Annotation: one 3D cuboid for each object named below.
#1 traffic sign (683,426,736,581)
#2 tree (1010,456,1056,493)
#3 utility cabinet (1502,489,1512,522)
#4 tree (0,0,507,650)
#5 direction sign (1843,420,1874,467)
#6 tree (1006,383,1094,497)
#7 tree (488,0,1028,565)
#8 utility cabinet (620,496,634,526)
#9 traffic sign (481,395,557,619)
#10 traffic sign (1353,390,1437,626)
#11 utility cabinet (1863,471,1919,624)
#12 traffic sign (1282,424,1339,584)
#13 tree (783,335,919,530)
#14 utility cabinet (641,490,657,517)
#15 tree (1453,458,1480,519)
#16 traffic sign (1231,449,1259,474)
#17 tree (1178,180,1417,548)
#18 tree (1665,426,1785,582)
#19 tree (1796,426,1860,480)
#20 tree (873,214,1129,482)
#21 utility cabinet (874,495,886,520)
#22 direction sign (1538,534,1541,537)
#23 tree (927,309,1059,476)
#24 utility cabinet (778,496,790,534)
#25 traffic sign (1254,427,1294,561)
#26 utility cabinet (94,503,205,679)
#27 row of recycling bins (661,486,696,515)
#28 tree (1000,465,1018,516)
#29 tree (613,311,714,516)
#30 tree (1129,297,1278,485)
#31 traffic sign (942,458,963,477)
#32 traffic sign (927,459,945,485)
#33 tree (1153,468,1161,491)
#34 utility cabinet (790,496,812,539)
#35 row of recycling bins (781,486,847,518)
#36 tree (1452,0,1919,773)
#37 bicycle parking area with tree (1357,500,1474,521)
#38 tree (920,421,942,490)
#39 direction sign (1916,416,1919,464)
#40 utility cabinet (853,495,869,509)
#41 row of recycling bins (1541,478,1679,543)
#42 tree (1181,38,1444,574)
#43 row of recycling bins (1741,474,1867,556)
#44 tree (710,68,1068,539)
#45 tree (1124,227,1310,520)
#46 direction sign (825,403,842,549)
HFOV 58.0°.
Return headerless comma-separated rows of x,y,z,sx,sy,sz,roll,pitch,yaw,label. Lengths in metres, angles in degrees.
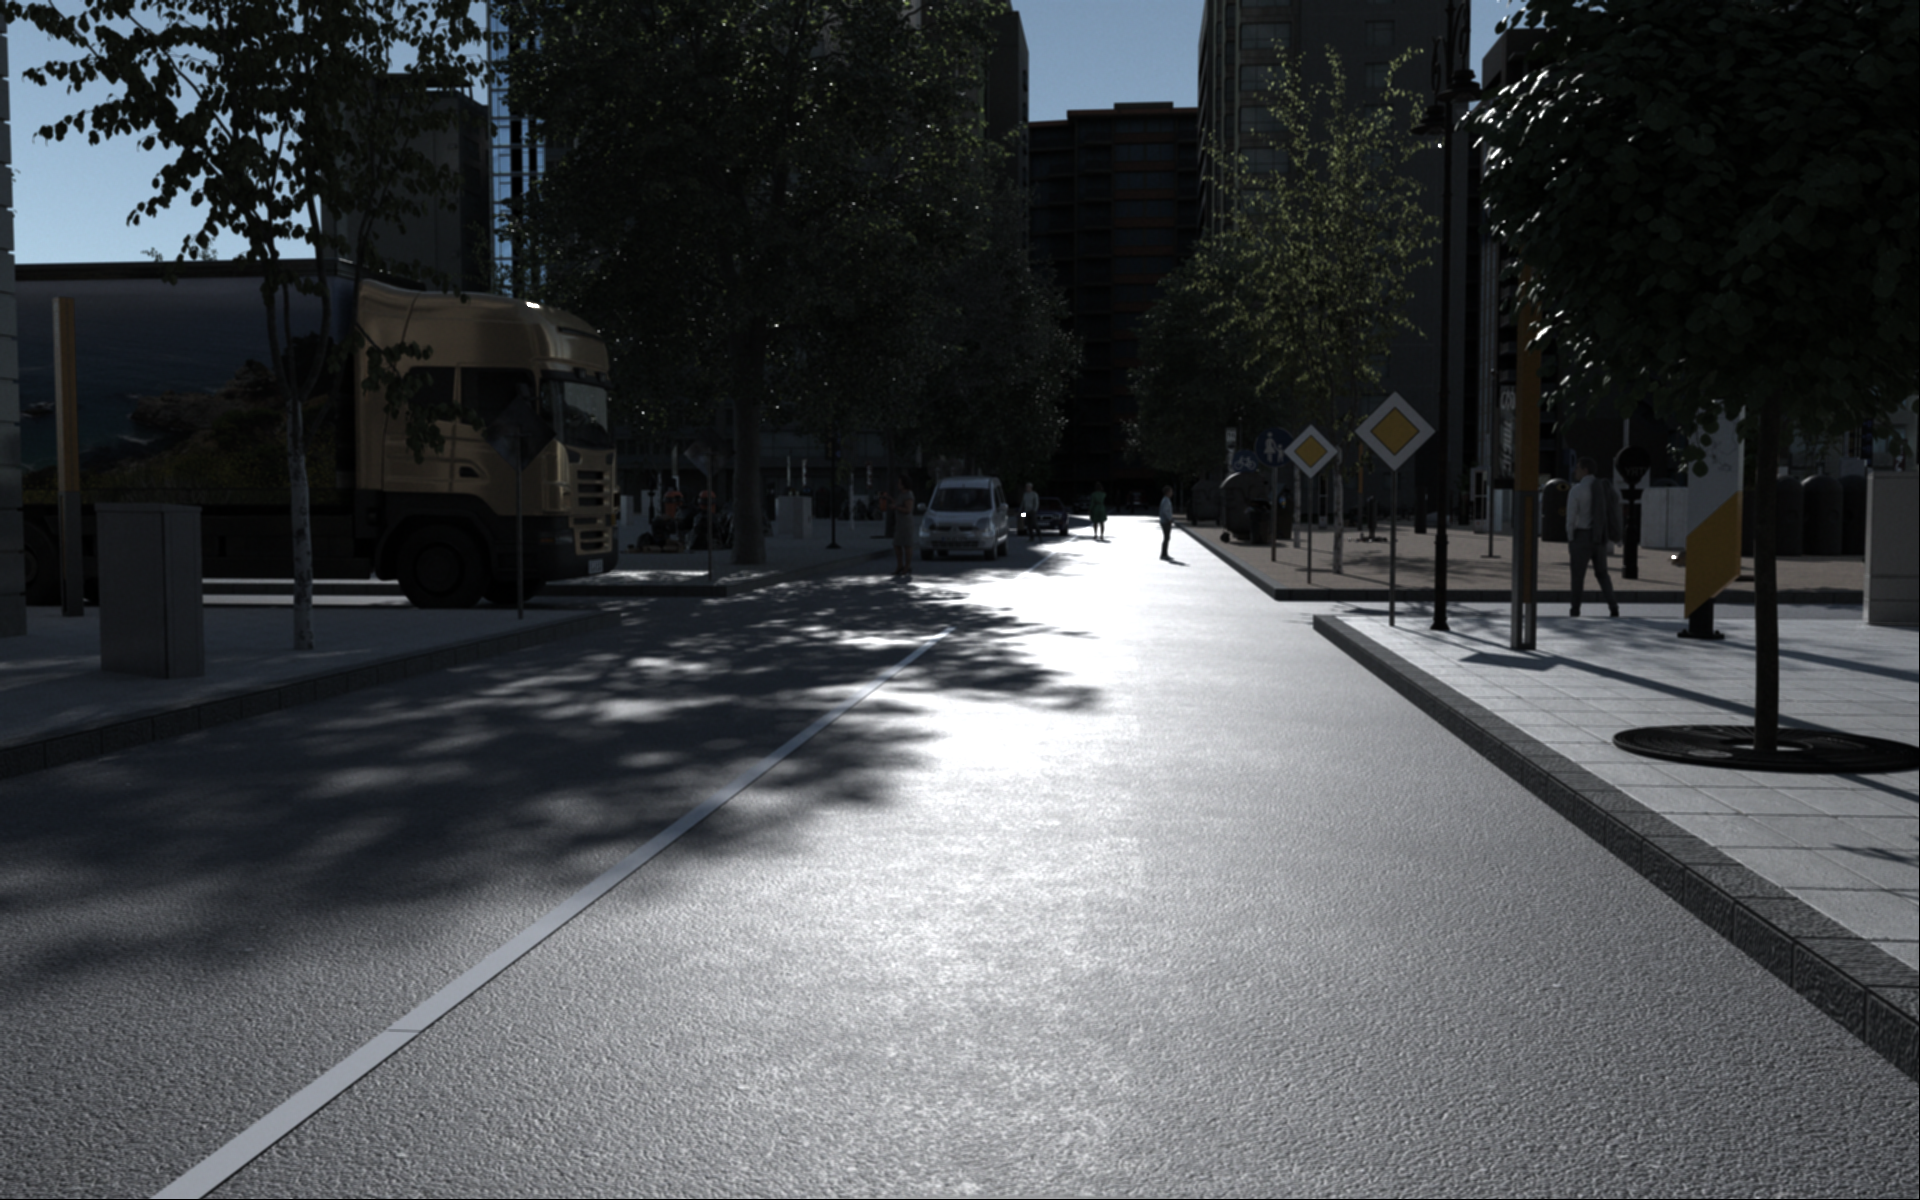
-3.701,-1.345,25.628,0.795,2.450,0.064,0,4,6,traffic sign
4.920,-8.122,116.504,4.285,4.588,4.351,0,3,0,tree
24.916,-4.348,79.771,0.318,1.500,1.173,-2,4,-33,utility cabinet
-5.404,-3.882,13.837,4.737,8.622,4.395,0,3,0,tree
26.438,-3.612,51.051,0.379,3.537,0.876,-2,4,-33,direction sign
6.989,-12.238,134.502,7.601,10.594,8.767,1,4,10,tree
-3.782,-7.631,31.427,9.857,13.997,8.962,0,3,0,tree
-13.510,-3.617,70.298,0.306,1.237,1.020,-2,4,-25,utility cabinet
-4.499,-0.859,17.683,0.795,2.450,0.064,0,4,6,traffic sign
4.199,-0.804,16.792,0.795,2.450,0.064,0,4,6,traffic sign
9.507,-0.503,16.896,1.173,1.500,0.318,1,4,17,utility cabinet
4.997,-1.290,24.737,0.795,2.450,0.064,0,4,6,traffic sign
-4.077,-6.766,60.986,4.737,8.622,4.395,0,3,0,tree
-17.205,-5.382,96.668,1.173,1.500,0.318,2,4,24,utility cabinet
26.909,-5.880,90.744,1.663,3.219,1.824,0,3,0,tree
8.109,-3.012,49.357,0.768,2.556,0.104,0,4,8,traffic sign
8.246,-5.546,41.035,4.737,8.622,4.395,0,3,0,tree
11.641,-1.915,25.918,1.663,3.219,1.824,0,3,0,tree
39.205,-7.878,79.173,4.737,8.622,4.395,0,3,0,tree
0.444,-9.402,70.723,9.611,12.733,9.660,0,3,0,tree
-3.760,-4.601,86.390,1.020,1.237,0.306,0,4,4,utility cabinet
17.215,-3.658,51.804,0.379,3.537,0.876,1,4,11,direction sign
1.184,-9.701,84.363,9.928,11.665,9.643,0,3,0,tree
-5.370,-2.705,55.395,1.020,1.237,0.306,3,5,42,utility cabinet
5.998,-2.015,33.044,0.768,2.556,0.104,1,4,13,traffic sign
-5.789,-0.075,12.389,1.020,1.237,0.306,3,5,40,utility cabinet
-13.846,-4.769,85.082,1.069,1.692,3.534,1,4,13,row of recycling bins
2.583,-6.603,102.564,1.663,3.219,1.824,0,3,0,tree
-11.035,-6.923,63.558,4.360,8.622,3.978,0,3,0,tree
13.719,-11.092,98.368,9.611,12.733,9.660,0,3,0,tree
-0.268,-3.729,61.069,0.768,2.556,0.104,1,4,12,traffic sign
-0.817,-3.853,63.099,0.768,2.556,0.104,1,4,11,traffic sign
16.801,-9.148,133.281,4.285,4.588,4.351,0,3,0,tree
-4.526,-2.372,49.949,0.306,1.237,1.020,1,4,10,utility cabinet
-7.828,-5.241,92.800,3.534,1.692,1.069,-1,4,-10,row of recycling bins
4.094,-1.522,8.602,4.285,4.588,4.351,0,3,0,tree
23.187,-6.017,85.385,9.016,4.147,8.231,2,4,25,bicycle parking area with tree
-0.886,-8.916,96.138,4.737,8.622,4.395,0,3,0,tree
25.161,-3.232,44.837,0.379,3.537,0.876,-2,4,-24,direction sign
-5.603,-5.232,96.711,1.020,1.237,0.306,2,4,28,utility cabinet
17.363,-2.395,46.270,3.534,1.692,1.069,2,4,29,row of recycling bins
5.891,-4.722,27.573,4.360,8.622,3.978,0,3,0,tree
17.572,-1.781,36.235,3.534,1.692,1.069,-1,4,-14,row of recycling bins
-1.991,-8.533,49.877,12.009,13.543,11.850,0,3,0,tree
12.646,-10.865,84.294,9.857,13.997,8.962,0,3,0,tree
-2.984,-2.983,40.769,0.379,3.537,0.876,1,4,18,direction sign
